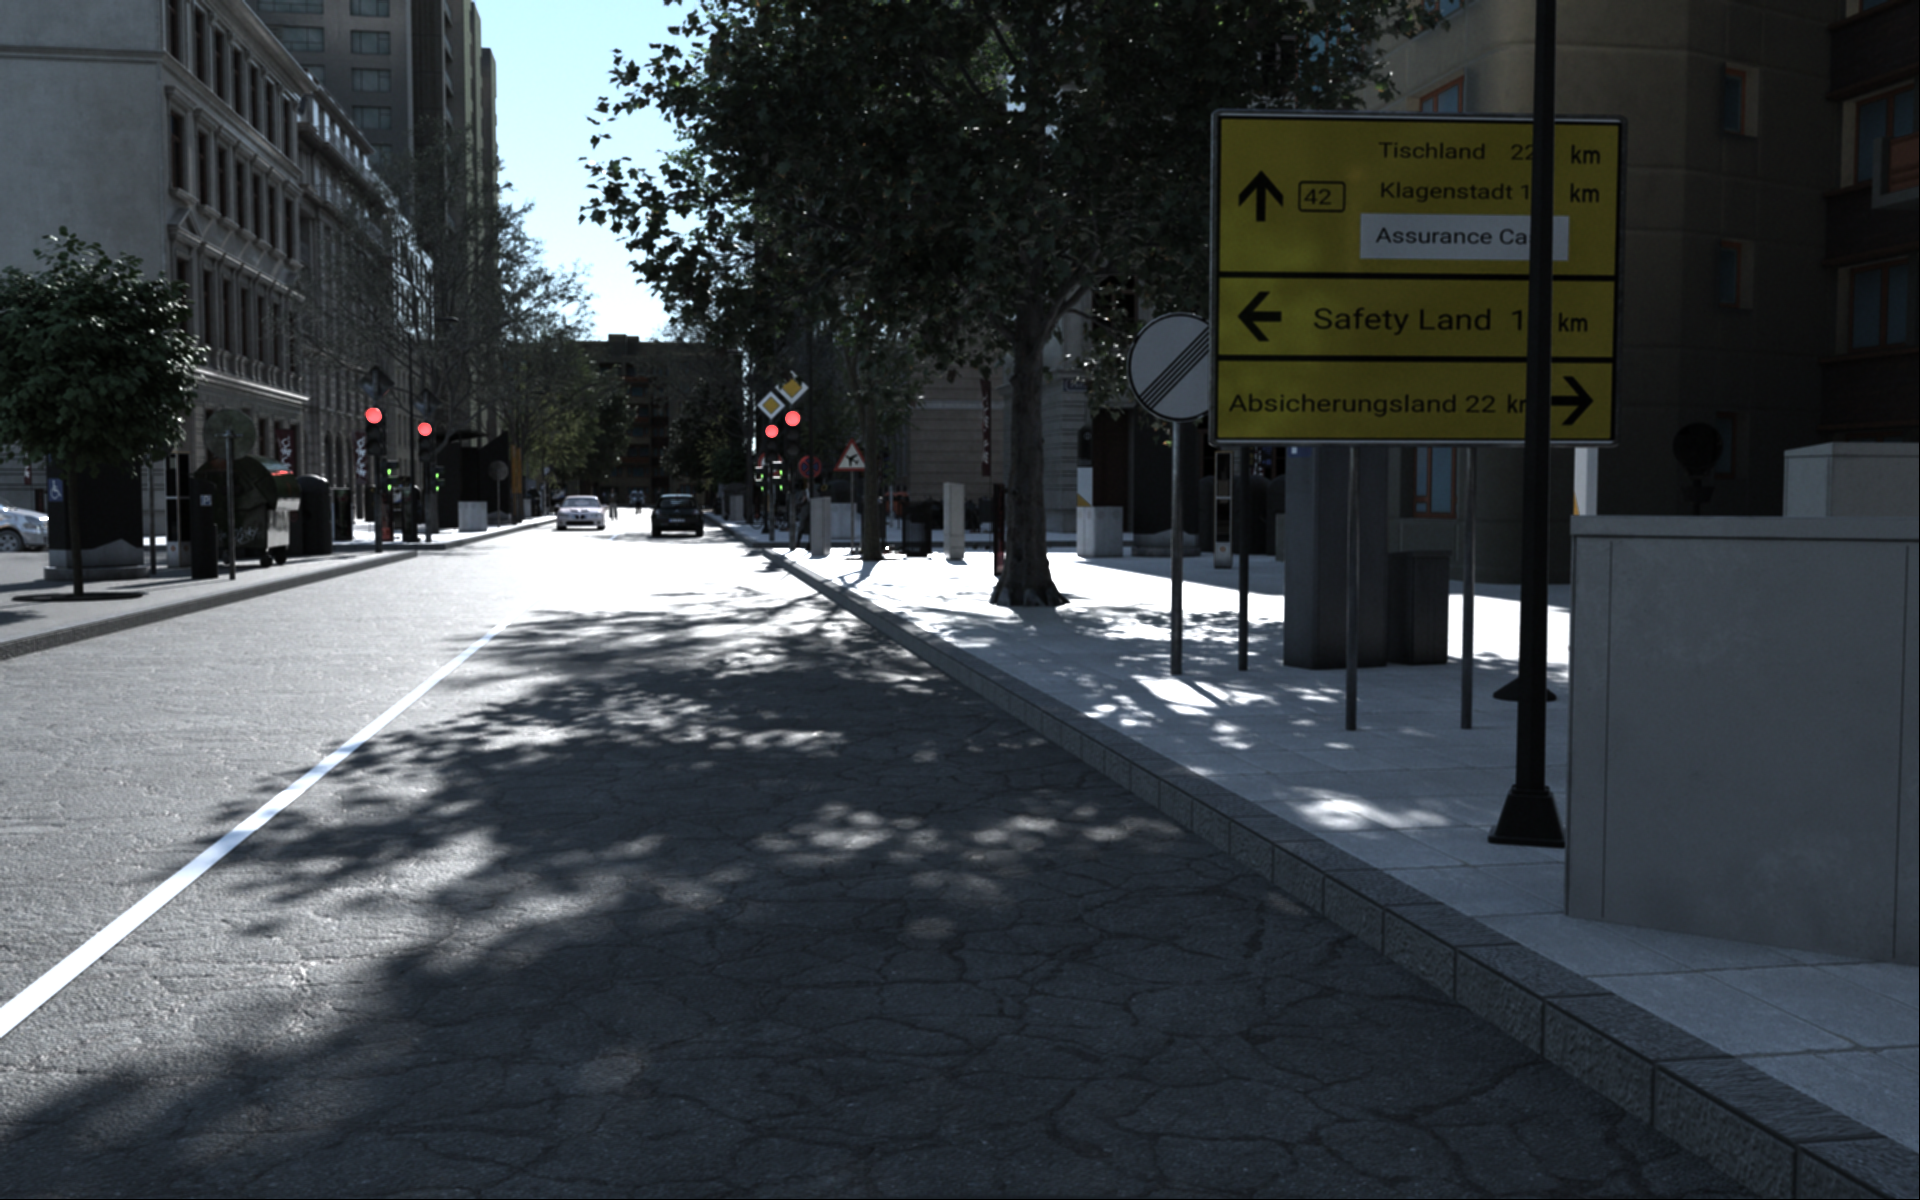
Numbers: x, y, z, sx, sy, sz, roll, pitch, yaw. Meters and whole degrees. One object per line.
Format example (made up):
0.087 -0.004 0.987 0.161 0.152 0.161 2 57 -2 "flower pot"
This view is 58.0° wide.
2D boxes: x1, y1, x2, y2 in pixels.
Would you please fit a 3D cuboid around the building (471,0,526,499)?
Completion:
-60.080 -52.444 170.138 31.000 86.520 22.319 -1 4 -10 "building"

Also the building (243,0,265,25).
-42.930 -26.982 124.750 14.154 41.232 14.086 -1 4 -10 "building"

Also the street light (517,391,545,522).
-19.411 -6.466 78.260 1.470 5.913 1.316 -1 4 -10 "street light"

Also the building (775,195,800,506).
-7.982 -34.055 180.492 21.300 48.544 21.600 -1 4 -10 "building"

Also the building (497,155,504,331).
-72.646 -36.521 216.724 30.456 49.044 23.786 -1 4 -10 "building"

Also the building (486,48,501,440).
-48.546 -28.712 153.040 14.154 41.232 14.086 -1 4 -10 "building"

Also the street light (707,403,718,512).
-12.216 -7.103 88.667 1.470 5.913 1.316 -1 4 -10 "street light"

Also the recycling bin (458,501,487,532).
-16.640 -2.850 59.151 0.722 1.027 0.722 3 5 41 "recycling bin"

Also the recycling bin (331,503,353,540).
-17.460 -2.190 48.353 0.722 1.027 0.722 1 4 16 "recycling bin"

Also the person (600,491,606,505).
-41.375 -11.755 200.559 0.599 1.838 0.709 -2 4 -35 "person"

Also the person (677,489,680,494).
-21.857 -7.716 134.660 0.705 1.823 1.348 0 4 2 "person"

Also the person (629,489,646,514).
-23.288 -7.147 125.333 1.348 1.826 0.705 -2 4 -35 "person"

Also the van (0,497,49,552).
-23.360 -2.050 40.537 4.112 2.044 2.013 0 4 -8 "van"

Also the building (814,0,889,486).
-0.218 -31.867 140.631 23.786 49.044 30.456 -1 4 -10 "building"

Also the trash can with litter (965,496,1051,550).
1.011 -1.789 40.302 2.233 1.210 1.678 0 4 2 "trash can with litter"

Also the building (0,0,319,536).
-30.574 -13.750 60.963 11.583 22.565 21.152 -1 4 -10 "building"

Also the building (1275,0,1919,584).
22.097 -10.745 20.729 27.650 21.520 28.899 -1 4 -10 "building"

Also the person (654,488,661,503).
-19.757 -6.448 113.702 0.755 1.850 0.659 -1 4 -10 "person"

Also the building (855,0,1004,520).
2.036 -18.851 94.124 13.634 28.700 20.117 -1 4 -10 "building"

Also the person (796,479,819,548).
-3.809 -2.140 43.456 0.622 1.834 0.822 -2 4 -24 "person"

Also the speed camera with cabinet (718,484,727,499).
-14.584 -7.190 111.890 2.038 3.252 0.660 1 4 19 "speed camera with cabinet"

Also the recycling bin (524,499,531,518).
-23.312 -4.866 92.113 0.722 1.027 0.722 2 4 33 "recycling bin"

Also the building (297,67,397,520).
-35.676 -14.773 83.340 13.314 21.916 24.055 -1 4 -10 "building"

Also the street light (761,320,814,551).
-3.881 -4.054 38.826 1.470 5.913 1.316 -1 4 -10 "street light"

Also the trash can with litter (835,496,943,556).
-1.435 -1.574 36.789 2.233 1.210 1.678 0 4 -8 "trash can with litter"

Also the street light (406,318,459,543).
-13.883 -4.470 45.623 1.470 5.913 1.316 -1 4 -10 "street light"

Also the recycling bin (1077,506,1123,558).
2.853 -1.395 35.366 0.722 1.027 0.722 -2 4 -26 "recycling bin"

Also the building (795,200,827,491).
-8.085 -31.334 162.423 14.600 45.320 14.200 -1 4 -10 "building"

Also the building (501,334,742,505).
-43.248 -23.190 224.193 28.899 21.520 27.650 -1 4 -10 "building"

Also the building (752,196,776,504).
-14.026 -34.915 225.489 28.867 44.769 22.147 -1 4 -10 "building"

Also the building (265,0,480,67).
-45.953 -27.829 138.605 14.154 41.232 14.086 -1 4 -10 "building"

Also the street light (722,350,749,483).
-6.836 -5.105 56.006 1.470 5.913 1.316 -1 4 -10 "street light"

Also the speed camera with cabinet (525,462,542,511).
-26.404 -6.905 107.231 0.660 3.252 2.038 -2 4 -28 "speed camera with cabinet"

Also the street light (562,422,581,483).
-25.052 -8.515 111.757 1.470 5.913 1.316 -1 4 -10 "street light"

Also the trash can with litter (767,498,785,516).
-10.832 -5.507 101.428 1.055 1.170 0.624 -3 5 -44 "trash can with litter"

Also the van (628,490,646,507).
-36.196 -11.449 194.206 2.013 2.044 4.112 -1 4 -10 "van"

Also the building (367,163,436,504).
-37.969 -15.227 103.709 10.420 20.320 16.860 -1 4 -10 "building"

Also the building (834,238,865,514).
-1.376 -18.099 113.939 12.078 24.808 19.932 -1 4 -10 "building"

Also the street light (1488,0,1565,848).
1.583 -2.057 6.179 1.470 5.913 1.316 -1 4 -10 "street light"

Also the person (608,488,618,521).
-18.803 -5.183 93.796 0.519 1.759 0.362 0 4 -1 "person"

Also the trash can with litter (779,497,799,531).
-5.695 -3.018 60.408 1.678 1.210 2.233 1 4 10 "trash can with litter"

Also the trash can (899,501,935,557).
-0.880 -1.452 35.398 0.748 1.137 0.748 0 3 0 "trash can"

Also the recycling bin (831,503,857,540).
-3.313 -2.229 48.995 0.722 1.027 0.722 0 4 4 "recycling bin"

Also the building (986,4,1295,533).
12.160 -13.845 62.529 21.152 22.565 11.583 -1 4 -10 "building"
